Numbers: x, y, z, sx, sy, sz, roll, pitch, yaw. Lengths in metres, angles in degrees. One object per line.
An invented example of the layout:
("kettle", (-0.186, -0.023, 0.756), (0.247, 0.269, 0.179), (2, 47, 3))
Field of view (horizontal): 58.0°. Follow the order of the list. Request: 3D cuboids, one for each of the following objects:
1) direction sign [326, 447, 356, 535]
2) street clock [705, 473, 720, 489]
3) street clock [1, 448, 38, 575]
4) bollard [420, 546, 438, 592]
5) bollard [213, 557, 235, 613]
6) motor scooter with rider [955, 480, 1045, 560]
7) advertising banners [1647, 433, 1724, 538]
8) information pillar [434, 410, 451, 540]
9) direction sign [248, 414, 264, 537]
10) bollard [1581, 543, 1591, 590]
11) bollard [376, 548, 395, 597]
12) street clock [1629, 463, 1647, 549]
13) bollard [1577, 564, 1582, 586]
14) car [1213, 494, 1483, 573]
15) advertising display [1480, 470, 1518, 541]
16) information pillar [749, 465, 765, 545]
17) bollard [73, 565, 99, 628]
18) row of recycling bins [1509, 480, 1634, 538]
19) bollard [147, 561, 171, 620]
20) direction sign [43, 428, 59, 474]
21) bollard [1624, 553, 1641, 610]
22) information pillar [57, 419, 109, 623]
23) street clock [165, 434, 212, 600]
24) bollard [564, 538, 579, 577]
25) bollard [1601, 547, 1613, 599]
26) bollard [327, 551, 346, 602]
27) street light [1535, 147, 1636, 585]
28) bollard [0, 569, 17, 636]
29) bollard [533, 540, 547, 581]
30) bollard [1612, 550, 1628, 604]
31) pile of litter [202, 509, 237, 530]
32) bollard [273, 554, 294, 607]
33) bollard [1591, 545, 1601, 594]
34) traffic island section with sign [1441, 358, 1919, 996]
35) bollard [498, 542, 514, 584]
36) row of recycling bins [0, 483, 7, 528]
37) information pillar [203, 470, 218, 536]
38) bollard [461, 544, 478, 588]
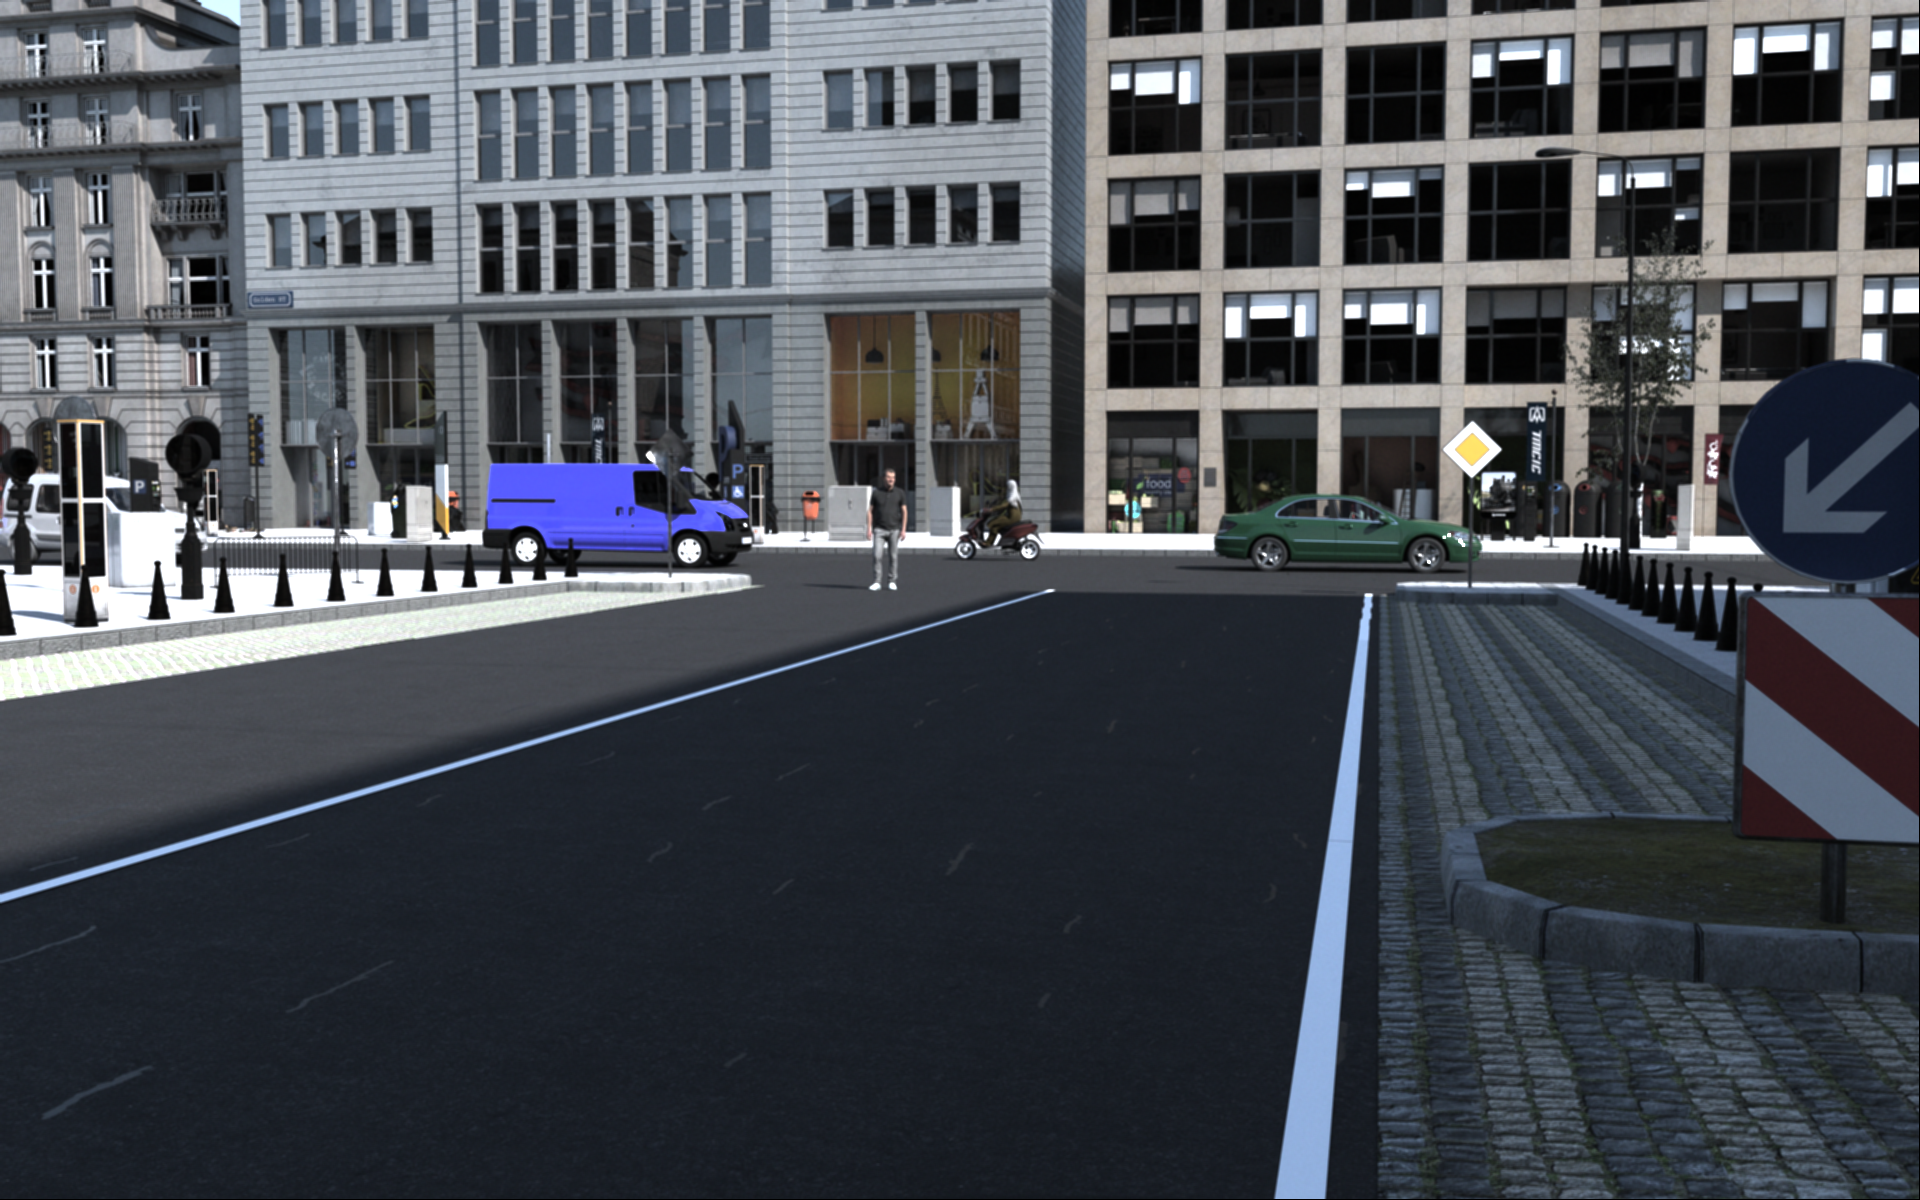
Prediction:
("direction sign", (-19.242, -3.785, 53.878), (0.876, 3.537, 0.379), (-1, 4, -18))
("street clock", (-8.312, -3.286, 58.300), (0.471, 2.002, 0.358), (-1, 4, -21))
("street clock", (-14.863, -1.397, 27.417), (0.358, 2.002, 0.471), (2, 4, 29))
("bollard", (-6.978, -0.411, 22.757), (0.229, 0.601, 0.229), (0, 3, 0))
("bollard", (-7.957, -0.164, 18.716), (0.229, 0.601, 0.229), (0, 3, 0))
("motor scooter with rider", (0.875, -1.746, 37.511), (1.986, 1.779, 0.876), (1, 4, 13))
("advertising banners", (21.017, -3.302, 50.177), (2.074, 3.025, 0.090), (0, 4, 7))
("information pillar", (-14.512, -3.495, 48.505), (0.504, 3.616, 0.183), (3, 4, 37))
("direction sign", (-20.008, -3.504, 49.289), (0.379, 3.537, 0.876), (0, 4, 3))
("bollard", (8.504, -0.439, 23.213), (0.229, 0.601, 0.229), (0, 3, 0))
("bollard", (-7.220, -0.349, 21.741), (0.229, 0.601, 0.229), (0, 3, 0))
("street clock", (15.921, -2.218, 40.836), (0.358, 2.002, 0.471), (-2, 4, -25))
("bollard", (8.750, -0.500, 24.214), (0.229, 0.601, 0.229), (0, 3, 0))
("car", (7.236, -1.264, 32.472), (4.920, 1.459, 2.131), (1, 4, 14))
("advertising display", (14.730, -2.579, 47.376), (0.974, 1.923, 0.123), (1, 4, 22))
("information pillar", (-5.153, -2.415, 43.985), (0.304, 2.012, 0.304), (1, 4, 10))
("bollard", (-8.441, -0.041, 16.717), (0.229, 0.601, 0.229), (0, 3, 0))
("row of recycling bins", (18.085, -2.702, 51.288), (3.534, 1.692, 1.069), (2, 4, 27))
("bollard", (-8.199, -0.102, 17.715), (0.229, 0.601, 0.229), (0, 3, 0))
("direction sign", (-30.785, -4.096, 58.966), (0.876, 3.537, 0.379), (1, 4, 14))
("bollard", (7.535, -0.194, 19.212), (0.229, 0.601, 0.229), (0, 3, 0))
("information pillar", (-8.737, -0.781, 17.266), (0.304, 2.012, 0.304), (2, 4, 25))
("street clock", (-9.332, -1.005, 20.999), (0.471, 2.002, 0.358), (0, 4, 6))
("bollard", (-6.007, -0.655, 26.748), (0.229, 0.601, 0.229), (0, 3, 0))
("bollard", (8.020, -0.316, 21.211), (0.229, 0.601, 0.229), (0, 3, 0))
("bollard", (-7.471, -0.287, 20.727), (0.229, 0.601, 0.229), (0, 3, 0))
("street light", (8.399, -3.101, 23.243), (1.470, 5.913, 1.316), (1, 4, 14))
("bollard", (-8.688, 0.020, 15.708), (0.229, 0.601, 0.229), (0, 3, 0))
("bollard", (-6.254, -0.594, 25.751), (0.229, 0.601, 0.229), (0, 3, 0))
("bollard", (7.778, -0.255, 20.213), (0.229, 0.601, 0.229), (0, 3, 0))
("pile of litter", (-26.608, -2.930, 61.871), (1.719, 0.858, 1.176), (2, 4, 34))
("bollard", (-7.710, -0.225, 19.728), (0.229, 0.601, 0.229), (0, 3, 0))
("bollard", (8.263, -0.377, 22.209), (0.229, 0.601, 0.229), (0, 3, 0))
("traffic island section with sign", (2.692, 0.168, 5.880), (1.989, 1.847, 2.006), (1, 4, 14))
("bollard", (-6.495, -0.533, 24.753), (0.229, 0.601, 0.229), (0, 3, 0))
("row of recycling bins", (-31.263, -2.939, 55.168), (1.069, 1.692, 3.534), (1, 4, 20))
("information pillar", (-22.759, -2.943, 52.606), (0.304, 2.012, 0.304), (3, 5, 43))
("bollard", (-6.732, -0.472, 23.754), (0.229, 0.601, 0.229), (0, 3, 0))
